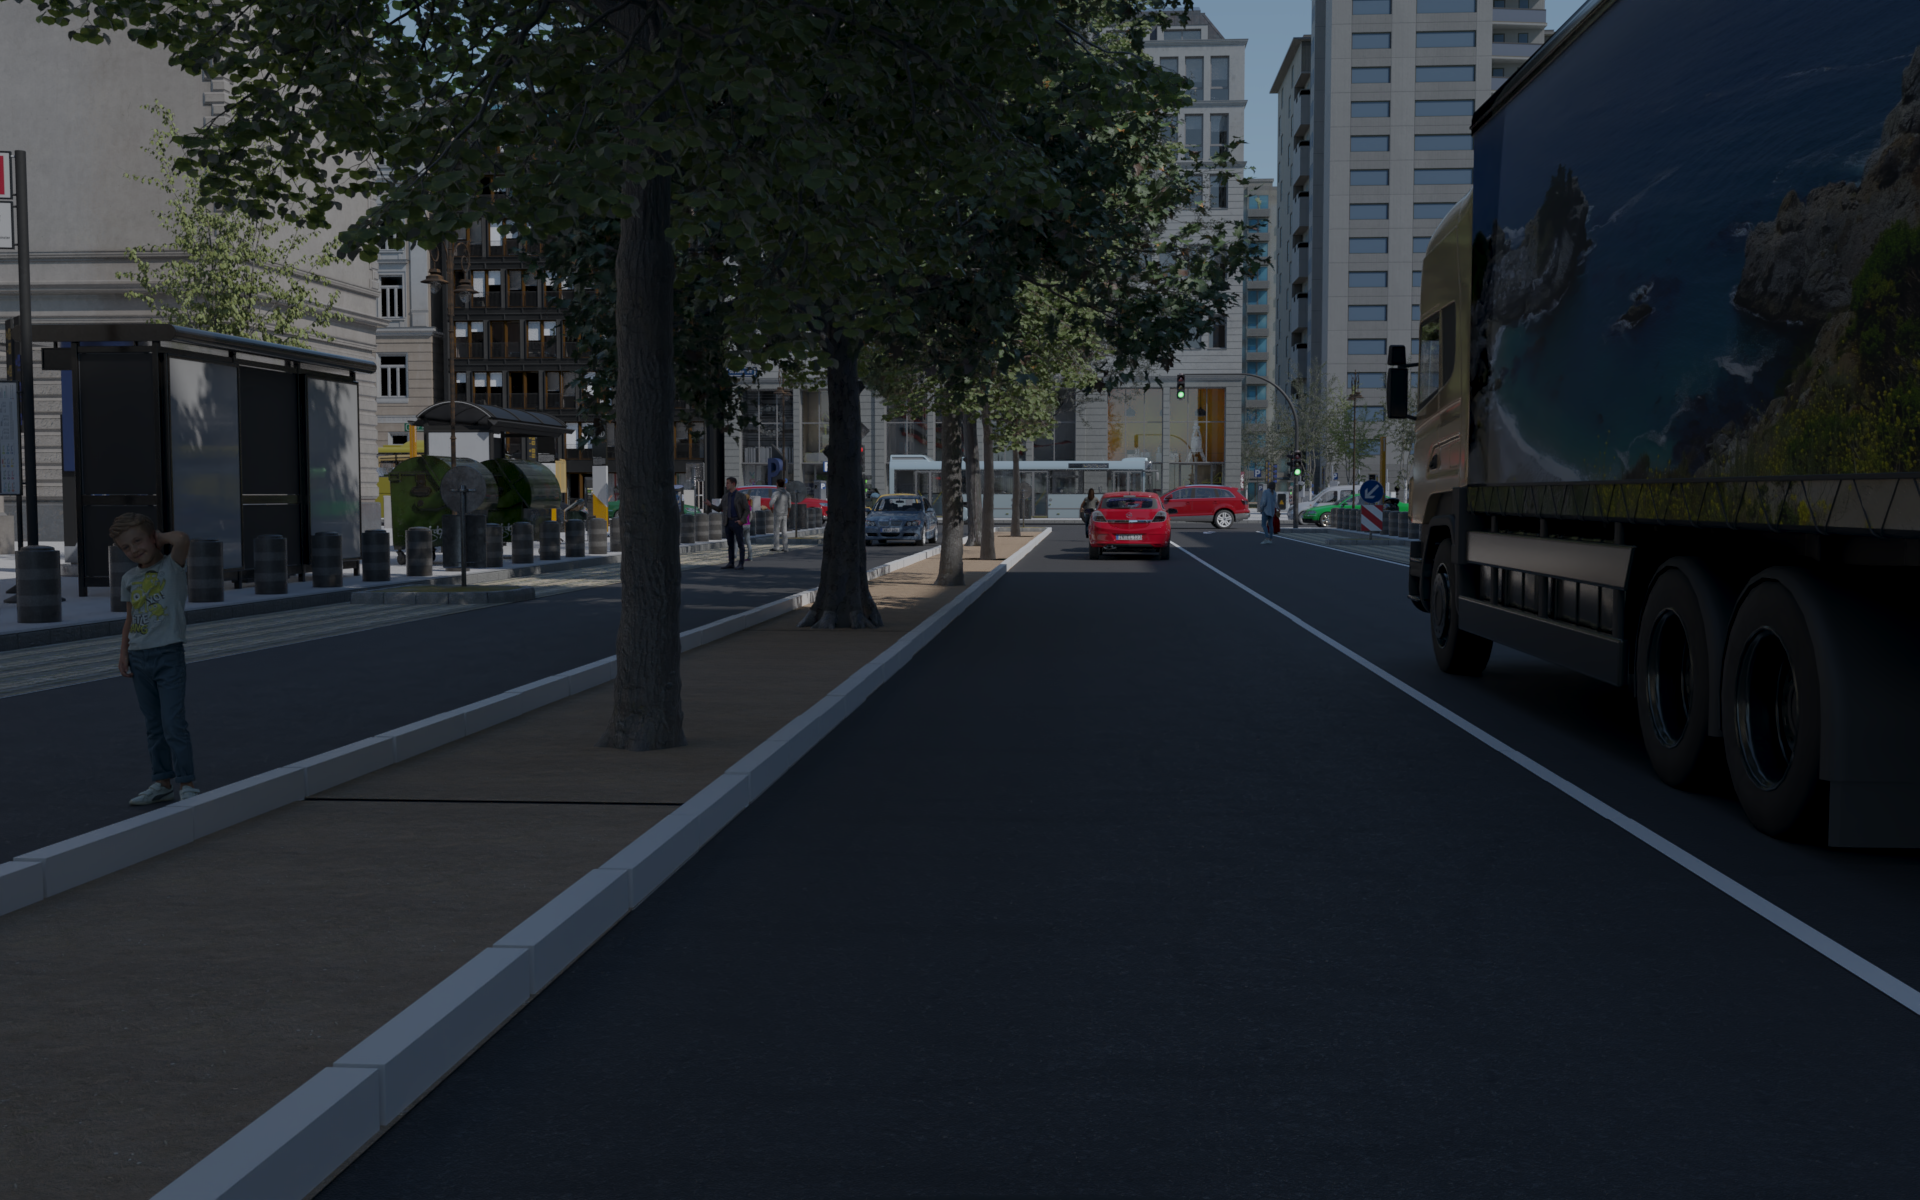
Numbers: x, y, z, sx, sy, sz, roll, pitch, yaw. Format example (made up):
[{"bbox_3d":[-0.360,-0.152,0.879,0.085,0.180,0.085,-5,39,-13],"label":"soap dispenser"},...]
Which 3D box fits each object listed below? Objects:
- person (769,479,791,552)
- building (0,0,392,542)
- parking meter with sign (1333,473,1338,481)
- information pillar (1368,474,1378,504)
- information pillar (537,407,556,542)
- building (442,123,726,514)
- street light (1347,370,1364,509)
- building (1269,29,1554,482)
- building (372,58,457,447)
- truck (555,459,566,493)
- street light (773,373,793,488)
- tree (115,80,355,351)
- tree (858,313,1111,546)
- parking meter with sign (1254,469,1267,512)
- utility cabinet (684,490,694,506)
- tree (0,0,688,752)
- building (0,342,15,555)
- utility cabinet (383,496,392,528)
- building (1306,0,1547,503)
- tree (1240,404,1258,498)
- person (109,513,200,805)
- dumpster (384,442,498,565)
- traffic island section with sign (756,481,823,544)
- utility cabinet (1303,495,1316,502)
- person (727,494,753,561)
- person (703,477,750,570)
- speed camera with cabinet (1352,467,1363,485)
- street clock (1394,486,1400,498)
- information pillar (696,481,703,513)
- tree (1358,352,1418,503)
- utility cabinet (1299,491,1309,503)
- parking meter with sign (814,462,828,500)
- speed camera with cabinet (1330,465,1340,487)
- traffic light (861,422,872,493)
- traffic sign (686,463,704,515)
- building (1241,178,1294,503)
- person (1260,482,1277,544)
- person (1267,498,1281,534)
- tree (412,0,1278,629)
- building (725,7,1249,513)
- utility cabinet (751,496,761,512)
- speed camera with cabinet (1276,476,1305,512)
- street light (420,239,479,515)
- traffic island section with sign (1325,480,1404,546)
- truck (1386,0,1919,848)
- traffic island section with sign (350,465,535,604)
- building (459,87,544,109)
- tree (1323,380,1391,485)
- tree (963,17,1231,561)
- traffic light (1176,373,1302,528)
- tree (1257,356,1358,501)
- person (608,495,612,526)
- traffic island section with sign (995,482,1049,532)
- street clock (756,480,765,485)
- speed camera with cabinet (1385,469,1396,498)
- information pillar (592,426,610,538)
[{"bbox_3d":[-4.464,-2.095,42.908,0.875,1.805,0.789,-3,5,-42],"label":"person"},{"bbox_3d":[-28.205,-13.585,50.997,19.941,23.489,11.050,0,4,4],"label":"building"},{"bbox_3d":[30.575,-8.995,143.323,0.543,3.016,1.738,3,5,43],"label":"parking meter with sign"},{"bbox_3d":[14.939,-3.559,62.677,0.304,2.012,0.304,2,4,26],"label":"information pillar"},{"bbox_3d":[-11.136,-3.378,46.586,0.504,3.616,0.183,-1,4,-12],"label":"information pillar"},{"bbox_3d":[-21.540,-16.877,105.619,15.834,23.373,12.332,0,4,4],"label":"building"},{"bbox_3d":[14.685,-5.610,64.505,0.468,5.910,1.993,0,4,4],"label":"street light"},{"bbox_3d":[50.701,-37.130,196.312,28.713,52.752,27.495,0,4,4],"label":"building"},{"bbox_3d":[-39.881,-19.651,107.192,20.117,28.700,13.634,0,4,4],"label":"building"},{"bbox_3d":[-24.247,-5.392,84.089,9.791,3.379,3.469,0,4,4],"label":"truck"},{"bbox_3d":[-6.270,-5.432,61.598,0.468,5.910,1.993,0,4,4],"label":"street light"},{"bbox_3d":[-13.353,-4.971,31.643,4.737,8.622,4.395,0,3,0],"label":"tree"},{"bbox_3d":[0.254,-8.397,47.172,7.806,13.903,7.818,0,3,0],"label":"tree"},{"bbox_3d":[21.457,-7.726,122.586,0.543,3.016,1.738,3,4,38],"label":"parking meter with sign"},{"bbox_3d":[-14.969,-5.316,95.600,1.173,1.500,0.318,-2,4,-27],"label":"utility cabinet"},{"bbox_3d":[-1.844,-5.461,9.867,7.486,12.596,7.792,0,3,0],"label":"tree"},{"bbox_3d":[-25.585,-9.978,27.763,10.561,19.102,19.286,0,4,4],"label":"building"},{"bbox_3d":[-21.470,-3.307,65.226,0.306,1.237,1.020,-1,4,-10],"label":"utility cabinet"},{"bbox_3d":[44.595,-38.287,167.992,21.231,58.520,28.212,0,4,4],"label":"building"},{"bbox_3d":[22.903,-11.580,139.701,4.360,8.622,3.978,0,3,0],"label":"tree"},{"bbox_3d":[-3.688,0.271,7.973,0.435,1.345,0.340,0,4,1],"label":"person"},{"bbox_3d":[-9.578,-1.804,31.986,1.502,2.255,1.985,0,4,4],"label":"dumpster"},{"bbox_3d":[-4.767,-2.540,50.165,1.989,1.847,2.006,0,4,4],"label":"traffic island section with sign"},{"bbox_3d":[26.287,-7.294,130.415,0.306,1.237,1.020,-3,4,-38],"label":"utility cabinet"},{"bbox_3d":[-4.725,-1.542,36.953,0.776,1.435,0.726,1,4,17],"label":"person"},{"bbox_3d":[-4.435,-1.461,32.924,0.617,1.759,0.750,3,5,44],"label":"person"},{"bbox_3d":[28.884,-8.208,128.530,2.038,3.252,0.660,3,5,42],"label":"speed camera with cabinet"},{"bbox_3d":[38.603,-9.074,152.936,0.471,2.002,0.358,3,4,38],"label":"street clock"},{"bbox_3d":[-14.200,-5.498,94.381,0.304,2.012,0.304,-3,5,-43],"label":"information pillar"},{"bbox_3d":[23.646,-8.604,91.033,4.360,8.622,3.978,0,3,0],"label":"tree"},{"bbox_3d":[27.226,-7.862,137.221,1.173,1.500,0.318,2,4,29],"label":"utility cabinet"},{"bbox_3d":[-7.540,-5.944,93.445,0.543,3.016,1.738,-2,4,-33],"label":"parking meter with sign"},{"bbox_3d":[25.576,-7.610,118.764,0.660,3.252,2.038,1,4,22],"label":"speed camera with cabinet"},{"bbox_3d":[-3.819,-4.731,66.270,0.839,4.253,0.868,0,4,4],"label":"traffic light"},{"bbox_3d":[-8.643,-3.325,56.499,0.606,2.300,0.079,1,4,10],"label":"traffic sign"},{"bbox_3d":[44.525,-39.501,265.453,30.456,49.044,23.786,0,4,4],"label":"building"},{"bbox_3d":[8.906,-2.521,49.988,0.793,1.790,0.793,1,4,21],"label":"person"},{"bbox_3d":[11.105,-3.083,61.367,0.523,1.526,0.387,-2,4,-27],"label":"person"},{"bbox_3d":[-1.243,-6.056,18.474,9.611,12.733,9.660,0,3,0],"label":"tree"},{"bbox_3d":[1.544,-19.925,103.266,29.804,29.767,11.434,0,4,4],"label":"building"},{"bbox_3d":[-7.479,-3.200,63.473,0.306,1.237,1.020,-1,4,-11],"label":"utility cabinet"},{"bbox_3d":[24.230,-8.119,127.074,2.038,3.252,0.660,1,4,22],"label":"speed camera with cabinet"},{"bbox_3d":[-8.717,-3.484,29.745,0.468,5.910,1.993,0,4,4],"label":"street light"},{"bbox_3d":[11.392,-2.464,48.920,1.989,1.847,2.006,0,4,4],"label":"traffic island section with sign"},{"bbox_3d":[4.762,-1.311,10.354,2.839,4.237,11.283,0,4,4],"label":"truck"},{"bbox_3d":[-6.841,-0.897,23.289,1.989,1.847,2.006,0,4,4],"label":"traffic island section with sign"},{"bbox_3d":[-45.581,-35.861,205.938,30.456,49.044,23.786,0,4,4],"label":"building"},{"bbox_3d":[25.068,-9.804,110.662,4.737,8.622,4.395,0,3,0],"label":"tree"},{"bbox_3d":[0.622,-7.584,36.822,12.009,13.543,11.850,0,3,0],"label":"tree"},{"bbox_3d":[10.503,-5.528,65.048,4.771,5.953,1.251,0,4,4],"label":"traffic light"},{"bbox_3d":[18.390,-8.660,91.945,4.360,8.622,3.978,0,3,0],"label":"tree"},{"bbox_3d":[-15.046,-3.881,73.425,0.593,1.643,0.415,-2,4,-28],"label":"person"},{"bbox_3d":[2.394,-3.549,66.164,2.006,1.907,1.989,0,4,4],"label":"traffic island section with sign"},{"bbox_3d":[-10.621,-5.366,92.303,0.471,2.002,0.358,3,5,42],"label":"street clock"},{"bbox_3d":[34.053,-8.782,137.913,0.660,3.252,2.038,2,4,35],"label":"speed camera with cabinet"},{"bbox_3d":[-10.615,-3.658,51.159,0.504,3.616,0.183,1,4,21],"label":"information pillar"}]
